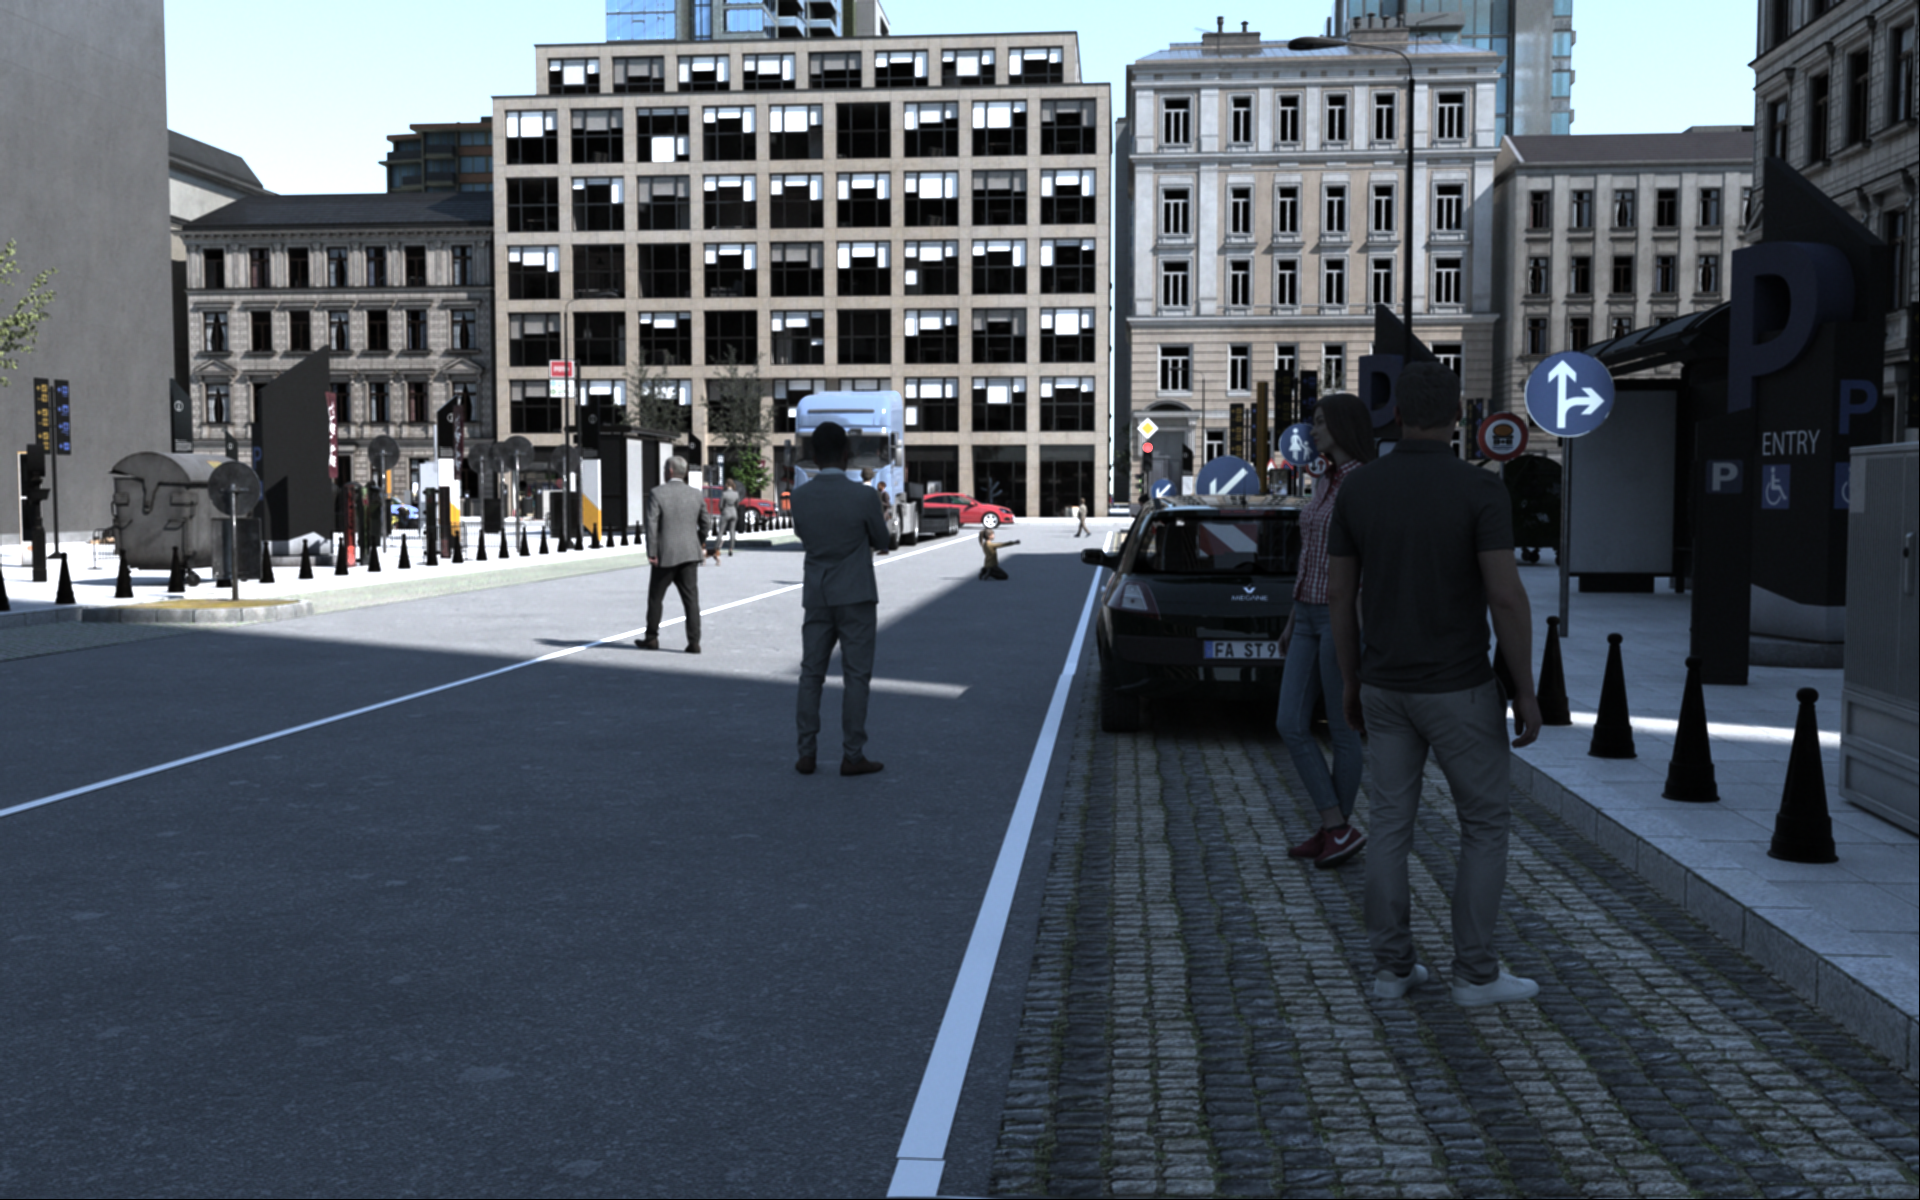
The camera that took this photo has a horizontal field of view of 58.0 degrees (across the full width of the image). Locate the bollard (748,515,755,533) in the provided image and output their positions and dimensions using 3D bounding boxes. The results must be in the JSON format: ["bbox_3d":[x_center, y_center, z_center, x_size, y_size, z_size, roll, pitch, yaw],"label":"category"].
[{"bbox_3d":[-6.987,-2.522,57.269,0.229,0.601,0.229,0,3,0],"label":"bollard"}]

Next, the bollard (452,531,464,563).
[{"bbox_3d":[-9.334,-0.987,32.172,0.229,0.601,0.229,0,3,0],"label":"bollard"}]

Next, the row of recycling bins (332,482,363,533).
[{"bbox_3d":[-21.536,-3.097,57.743,3.534,1.692,1.069,0,4,5],"label":"row of recycling bins"}]

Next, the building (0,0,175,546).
[{"bbox_3d":[-38.241,-13.877,45.959,30.058,24.678,14.314,0,4,5],"label":"building"}]

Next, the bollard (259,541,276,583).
[{"bbox_3d":[-10.003,-0.547,24.982,0.229,0.601,0.229,0,3,0],"label":"bollard"}]

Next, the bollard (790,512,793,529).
[{"bbox_3d":[-6.319,-2.960,64.438,0.229,0.601,0.229,0,3,0],"label":"bollard"}]

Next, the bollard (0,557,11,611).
[{"bbox_3d":[-10.564,-0.182,19.024,0.229,0.601,0.229,0,3,0],"label":"bollard"}]

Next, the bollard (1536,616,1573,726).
[{"bbox_3d":[3.310,0.389,9.680,0.229,0.601,0.229,0,3,0],"label":"bollard"}]

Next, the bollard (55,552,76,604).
[{"bbox_3d":[-10.449,-0.255,20.214,0.229,0.601,0.229,0,3,0],"label":"bollard"}]

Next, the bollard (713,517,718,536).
[{"bbox_3d":[-7.434,-2.230,52.494,0.229,0.601,0.229,0,3,0],"label":"bollard"}]

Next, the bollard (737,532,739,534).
[{"bbox_3d":[-7.211,-2.375,54.875,0.229,0.601,0.229,0,3,0],"label":"bollard"}]

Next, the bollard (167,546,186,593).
[{"bbox_3d":[-10.231,-0.401,22.596,0.229,0.601,0.229,0,3,0],"label":"bollard"}]

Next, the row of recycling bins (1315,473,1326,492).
[{"bbox_3d":[6.716,-1.304,28.430,1.069,1.692,3.534,2,4,29],"label":"row of recycling bins"}]

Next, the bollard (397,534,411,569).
[{"bbox_3d":[-9.557,-0.840,29.773,0.229,0.601,0.229,0,3,0],"label":"bollard"}]

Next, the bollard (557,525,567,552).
[{"bbox_3d":[-8.772,-1.353,38.155,0.229,0.601,0.229,0,3,0],"label":"bollard"}]

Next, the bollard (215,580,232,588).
[{"bbox_3d":[-10.112,-0.474,23.786,0.229,0.601,0.229,0,3,0],"label":"bollard"}]

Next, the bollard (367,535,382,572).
[{"bbox_3d":[-9.669,-0.767,28.579,0.229,0.601,0.229,0,3,0],"label":"bollard"}]

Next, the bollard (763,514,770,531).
[{"bbox_3d":[-6.761,-2.669,59.672,0.229,0.601,0.229,0,3,0],"label":"bollard"}]

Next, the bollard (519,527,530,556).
[{"bbox_3d":[-8.996,-1.206,35.763,0.229,0.601,0.229,0,3,0],"label":"bollard"}]

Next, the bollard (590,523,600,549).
[{"bbox_3d":[-8.547,-1.500,40.563,0.229,0.601,0.229,0,3,0],"label":"bollard"}]

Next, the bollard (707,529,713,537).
[{"bbox_3d":[-7.542,-2.157,51.303,0.229,0.601,0.229,0,3,0],"label":"bollard"}]

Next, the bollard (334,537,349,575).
[{"bbox_3d":[-9.782,-0.693,27.378,0.229,0.601,0.229,0,3,0],"label":"bollard"}]

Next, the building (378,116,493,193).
[{"bbox_3d":[-51.032,-33.563,203.377,28.867,44.769,22.147,0,4,5],"label":"building"}]

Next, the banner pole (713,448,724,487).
[{"bbox_3d":[-13.144,-6.373,94.211,0.863,3.779,0.401,-3,5,-42],"label":"banner pole"}]

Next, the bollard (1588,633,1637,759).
[{"bbox_3d":[3.202,0.462,8.484,0.229,0.601,0.229,0,3,0],"label":"bollard"}]

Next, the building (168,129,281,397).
[{"bbox_3d":[-59.758,-16.763,107.358,30.059,22.955,16.112,0,4,5],"label":"building"}]

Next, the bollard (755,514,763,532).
[{"bbox_3d":[-6.877,-2.595,58.468,0.229,0.601,0.229,0,3,0],"label":"bollard"}]

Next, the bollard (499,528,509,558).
[{"bbox_3d":[-9.110,-1.133,34.572,0.229,0.601,0.229,0,3,0],"label":"bollard"}]

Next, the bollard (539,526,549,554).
[{"bbox_3d":[-8.883,-1.279,36.955,0.229,0.601,0.229,0,3,0],"label":"bollard"}]

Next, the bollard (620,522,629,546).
[{"bbox_3d":[-8.324,-1.646,42.953,0.229,0.601,0.229,0,3,0],"label":"bollard"}]

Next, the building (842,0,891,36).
[{"bbox_3d":[-22.560,-40.300,200.907,28.212,58.520,21.231,0,4,5],"label":"building"}]

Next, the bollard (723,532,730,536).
[{"bbox_3d":[-7.322,-2.302,53.684,0.229,0.601,0.229,0,3,0],"label":"bollard"}]

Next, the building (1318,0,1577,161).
[{"bbox_3d":[44.803,-33.419,166.006,23.786,49.044,30.456,0,4,5],"label":"building"}]

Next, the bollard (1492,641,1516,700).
[{"bbox_3d":[3.422,0.316,10.876,0.229,0.601,0.229,0,3,0],"label":"bollard"}]

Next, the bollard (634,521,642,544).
[{"bbox_3d":[-8.214,-1.719,44.144,0.229,0.601,0.229,0,3,0],"label":"bollard"}]

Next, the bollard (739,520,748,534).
[{"bbox_3d":[-7.098,-2.448,56.067,0.229,0.601,0.229,0,3,0],"label":"bollard"}]

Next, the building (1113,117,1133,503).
[{"bbox_3d":[37.252,-43.905,259.850,28.212,58.520,21.231,0,4,5],"label":"building"}]

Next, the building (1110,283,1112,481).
[{"bbox_3d":[11.524,-35.280,268.710,23.993,40.220,32.217,0,4,5],"label":"building"}]

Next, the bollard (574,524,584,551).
[{"bbox_3d":[-8.662,-1.426,39.357,0.229,0.601,0.229,0,3,0],"label":"bollard"}]

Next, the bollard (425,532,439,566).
[{"bbox_3d":[-9.448,-0.914,30.982,0.229,0.601,0.229,0,3,0],"label":"bollard"}]

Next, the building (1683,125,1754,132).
[{"bbox_3d":[86.606,-31.253,194.576,14.086,41.232,14.154,0,4,5],"label":"building"}]

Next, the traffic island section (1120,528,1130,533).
[{"bbox_3d":[6.913,-2.539,63.796,2.009,0.180,2.903,0,4,5],"label":"traffic island section"}]

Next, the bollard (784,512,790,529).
[{"bbox_3d":[-6.428,-2.887,63.248,0.229,0.601,0.229,0,3,0],"label":"bollard"}]

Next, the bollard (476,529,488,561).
[{"bbox_3d":[-9.223,-1.060,33.377,0.229,0.601,0.229,0,3,0],"label":"bollard"}]

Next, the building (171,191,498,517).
[{"bbox_3d":[-34.988,-14.596,103.275,19.286,19.102,10.561,0,4,5],"label":"building"}]

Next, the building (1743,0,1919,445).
[{"bbox_3d":[25.429,-10.609,38.086,10.561,19.102,19.286,0,4,5],"label":"building"}]

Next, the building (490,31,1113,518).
[{"bbox_3d":[-8.043,-18.331,104.234,34.151,26.468,19.350,0,4,5],"label":"building"}]

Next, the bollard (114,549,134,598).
[{"bbox_3d":[-10.339,-0.328,21.406,0.229,0.601,0.229,0,3,0],"label":"bollard"}]

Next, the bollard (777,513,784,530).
[{"bbox_3d":[-6.540,-2.814,62.054,0.229,0.601,0.229,0,3,0],"label":"bollard"}]

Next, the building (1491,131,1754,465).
[{"bbox_3d":[38.398,-15.045,95.137,18.267,20.994,9.793,0,4,5],"label":"building"}]

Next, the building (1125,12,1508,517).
[{"bbox_3d":[19.573,-19.194,99.719,20.117,28.700,13.634,0,4,5],"label":"building"}]

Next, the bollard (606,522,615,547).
[{"bbox_3d":[-8.435,-1.573,41.757,0.229,0.601,0.229,0,3,0],"label":"bollard"}]

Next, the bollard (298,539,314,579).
[{"bbox_3d":[-9.893,-0.620,26.182,0.229,0.601,0.229,0,3,0],"label":"bollard"}]

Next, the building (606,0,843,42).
[{"bbox_3d":[-22.436,-52.322,168.138,22.319,86.520,31.000,0,4,5],"label":"building"}]

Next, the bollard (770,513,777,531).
[{"bbox_3d":[-6.650,-2.741,60.863,0.229,0.601,0.229,0,3,0],"label":"bollard"}]
